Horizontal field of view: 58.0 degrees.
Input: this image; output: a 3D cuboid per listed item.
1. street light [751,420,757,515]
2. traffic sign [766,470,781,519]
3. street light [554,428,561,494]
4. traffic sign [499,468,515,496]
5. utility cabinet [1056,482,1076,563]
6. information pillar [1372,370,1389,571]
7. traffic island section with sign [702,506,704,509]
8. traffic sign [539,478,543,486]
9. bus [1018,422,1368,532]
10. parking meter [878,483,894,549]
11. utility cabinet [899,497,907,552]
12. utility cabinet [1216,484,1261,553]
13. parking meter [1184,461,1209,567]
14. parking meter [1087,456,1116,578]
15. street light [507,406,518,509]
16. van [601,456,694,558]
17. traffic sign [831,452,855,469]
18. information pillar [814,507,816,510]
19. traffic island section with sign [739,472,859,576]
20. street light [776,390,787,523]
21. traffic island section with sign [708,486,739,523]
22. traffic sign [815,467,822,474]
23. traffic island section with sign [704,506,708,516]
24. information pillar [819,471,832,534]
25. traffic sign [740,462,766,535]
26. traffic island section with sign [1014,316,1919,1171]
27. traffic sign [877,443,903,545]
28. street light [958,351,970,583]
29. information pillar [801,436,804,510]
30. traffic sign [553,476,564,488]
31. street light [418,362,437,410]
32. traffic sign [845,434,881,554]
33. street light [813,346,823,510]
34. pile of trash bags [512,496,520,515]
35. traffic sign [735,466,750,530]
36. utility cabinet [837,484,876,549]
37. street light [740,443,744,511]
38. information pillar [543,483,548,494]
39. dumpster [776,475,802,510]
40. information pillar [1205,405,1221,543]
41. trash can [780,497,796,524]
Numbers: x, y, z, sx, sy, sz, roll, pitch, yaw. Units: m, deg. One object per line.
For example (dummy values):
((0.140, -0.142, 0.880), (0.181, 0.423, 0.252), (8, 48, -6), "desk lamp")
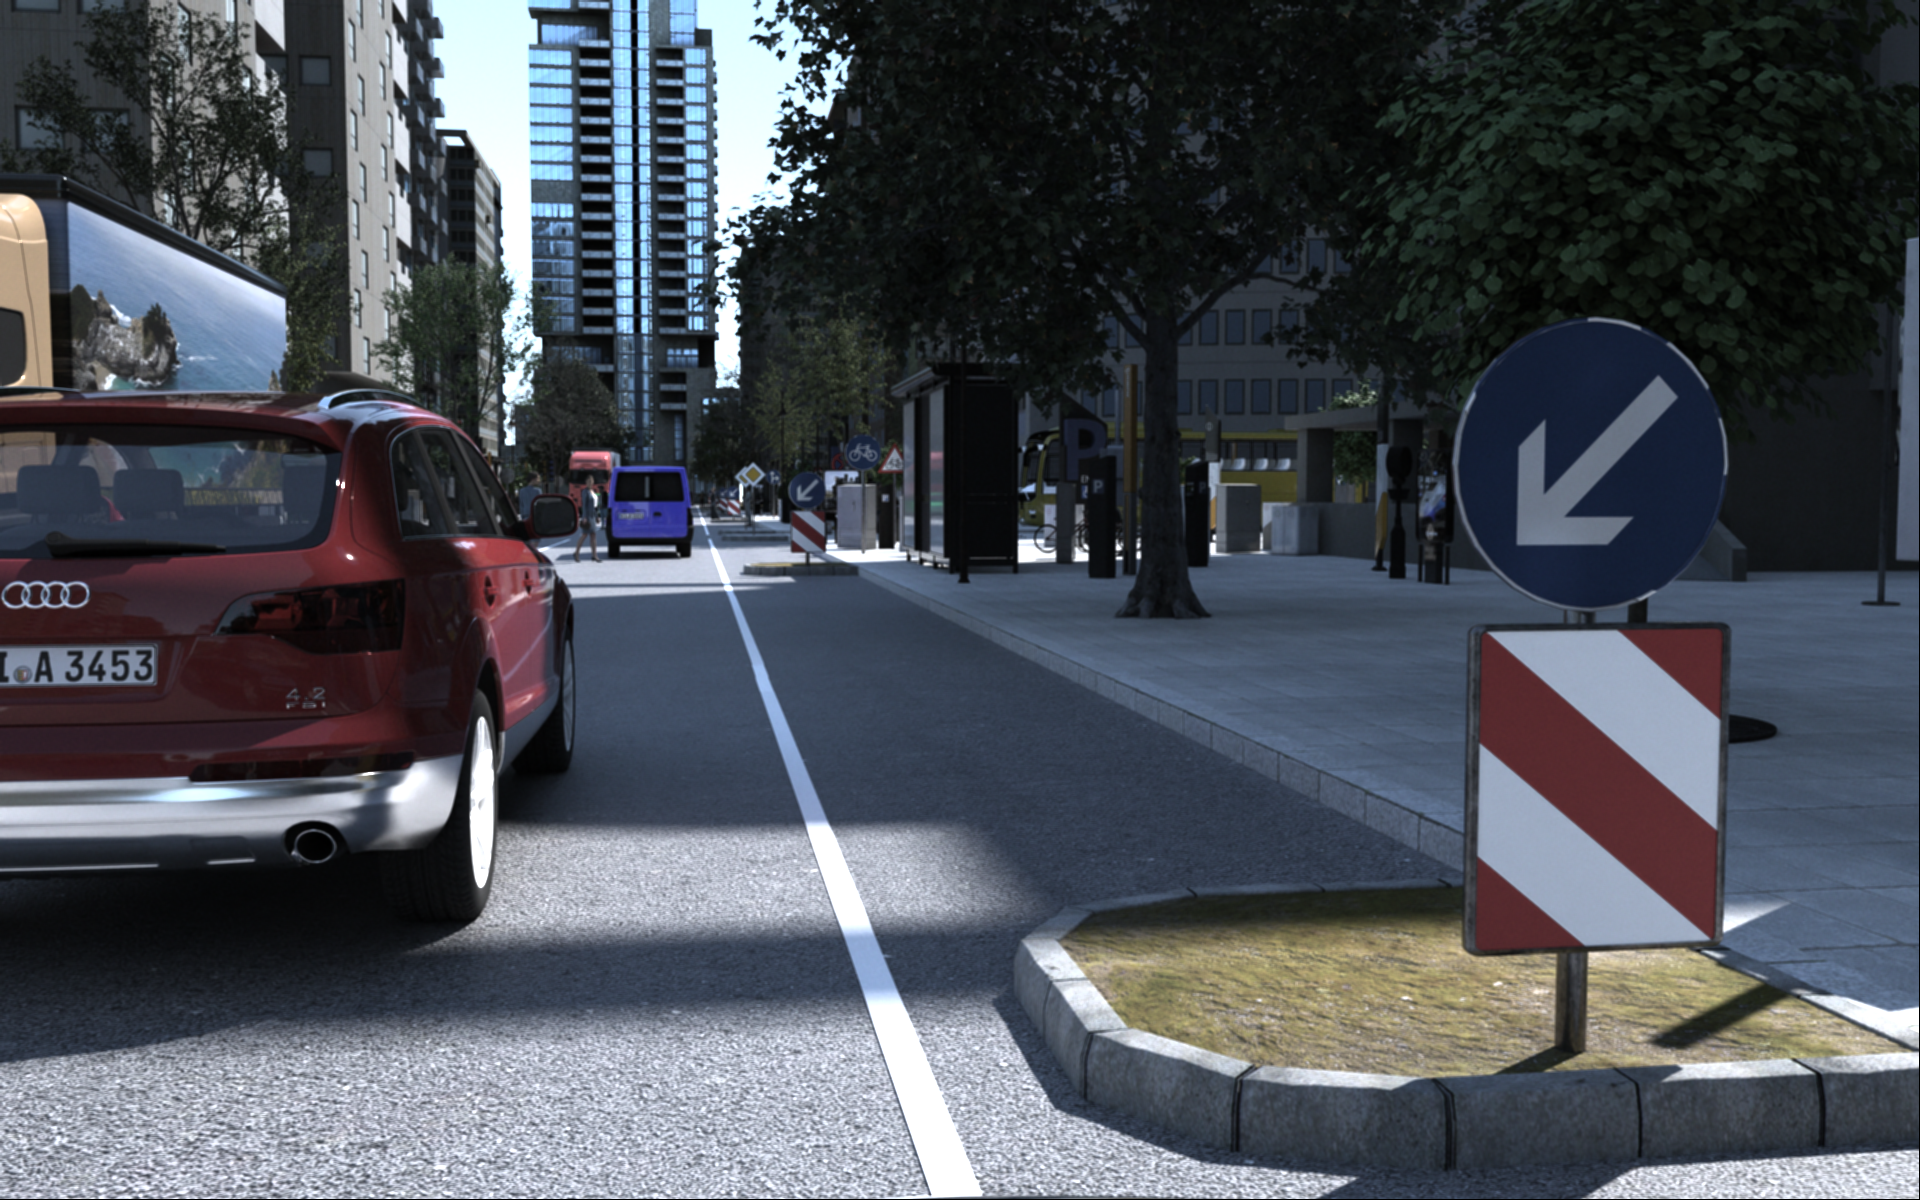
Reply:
((-12.637, -8.176, 106.463), (0.468, 5.910, 1.993), (-1, 4, -9), "street light")
((-9.705, -5.510, 90.198), (0.768, 2.556, 0.104), (0, 4, -2), "traffic sign")
((-27.494, -8.902, 118.340), (0.468, 5.910, 1.993), (-1, 4, -9), "street light")
((-21.812, -5.098, 83.464), (0.768, 2.556, 0.104), (0, 4, -5), "traffic sign")
((1.999, -1.456, 32.492), (0.318, 1.500, 1.173), (0, 4, 7), "utility cabinet")
((7.018, -2.290, 28.797), (0.183, 3.616, 0.504), (0, 4, 1), "information pillar")
((-23.171, -9.416, 162.574), (1.989, 1.847, 2.006), (-1, 4, -9), "traffic island section with sign")
((-29.471, -7.377, 120.711), (0.768, 2.556, 0.104), (0, 4, -7), "traffic sign")
((7.878, -4.180, 59.894), (12.252, 3.916, 2.896), (-1, 4, -10), "bus")
((-1.729, -1.972, 40.655), (0.372, 1.533, 0.369), (0, 3, 0), "parking meter")
((-0.926, -1.683, 38.676), (0.306, 1.237, 1.020), (3, 4, 38), "utility cabinet")
((6.023, -1.757, 37.403), (1.173, 1.500, 0.318), (-3, 5, -42), "utility cabinet")
((4.168, -1.518, 30.535), (0.399, 1.863, 0.255), (-3, 5, -39), "parking meter")
((2.166, -1.269, 26.463), (0.399, 1.863, 0.255), (3, 4, 38), "parking meter")
((-23.067, -7.130, 89.368), (0.468, 5.910, 1.993), (-1, 4, -9), "street light")
((-7.333, -2.225, 40.756), (2.240, 2.365, 5.245), (-1, 4, -11), "van")
((-3.530, -3.214, 52.654), (0.768, 2.556, 0.104), (0, 4, -5), "traffic sign")
((-5.332, -3.716, 65.246), (0.304, 2.012, 0.304), (-1, 4, -11), "information pillar")
((-2.907, -1.386, 31.292), (1.989, 1.847, 2.006), (-1, 4, -9), "traffic island section with sign")
((-7.924, -6.400, 77.433), (0.468, 5.910, 1.993), (-1, 4, -9), "street light")
((-11.475, -4.784, 86.839), (1.989, 1.847, 2.006), (-1, 4, -9), "traffic island section with sign")
((-6.341, -4.735, 77.424), (0.884, 2.594, 0.081), (0, 4, -8), "traffic sign")
((-15.596, -6.413, 113.479), (1.989, 1.847, 2.006), (-1, 4, -9), "traffic island section with sign")
((-4.288, -3.099, 55.154), (0.304, 2.012, 0.304), (3, 5, 44), "information pillar")
((-6.436, -3.077, 53.949), (0.795, 2.450, 0.064), (-1, 4, -9), "traffic sign")
((1.202, 0.243, 4.650), (1.989, 1.847, 2.006), (-1, 4, -9), "traffic island section with sign")
((-1.651, -2.684, 43.886), (0.884, 2.594, 0.081), (0, 4, -3), "traffic sign")
((0.056, -3.184, 24.841), (0.468, 5.910, 1.993), (-1, 4, -9), "street light")
((-6.135, -4.664, 67.608), (0.183, 3.616, 0.504), (0, 4, -4), "information pillar")
((-27.799, -7.328, 119.926), (0.768, 2.556, 0.104), (0, 4, -2), "traffic sign")
((-18.610, -5.375, 60.669), (0.468, 5.910, 1.993), (-1, 4, -9), "street light")
((-2.068, -2.260, 37.051), (0.768, 2.556, 0.104), (0, 4, -2), "traffic sign")
((-4.405, -4.942, 53.591), (0.468, 5.910, 1.993), (-1, 4, -9), "street light")
((-27.754, -5.918, 106.519), (1.912, 1.369, 3.447), (3, 4, 38), "pile of trash bags")
((-7.654, -3.560, 61.841), (0.795, 2.450, 0.064), (-1, 4, -9), "traffic sign")
((-2.406, -1.922, 40.107), (0.318, 1.500, 1.173), (-3, 4, -38), "utility cabinet")
((-16.919, -9.927, 135.091), (0.468, 5.910, 1.993), (-1, 4, -9), "street light")
((-27.118, -6.666, 113.474), (0.304, 2.012, 0.304), (-2, 4, -34), "information pillar")
((-8.457, -5.175, 87.111), (1.502, 2.255, 1.985), (-1, 4, -9), "dumpster")
((6.644, -3.319, 45.617), (0.183, 3.616, 0.504), (-3, 5, -40), "information pillar")
((-7.458, -3.905, 75.508), (0.748, 1.137, 0.748), (0, 3, 0), "trash can")
